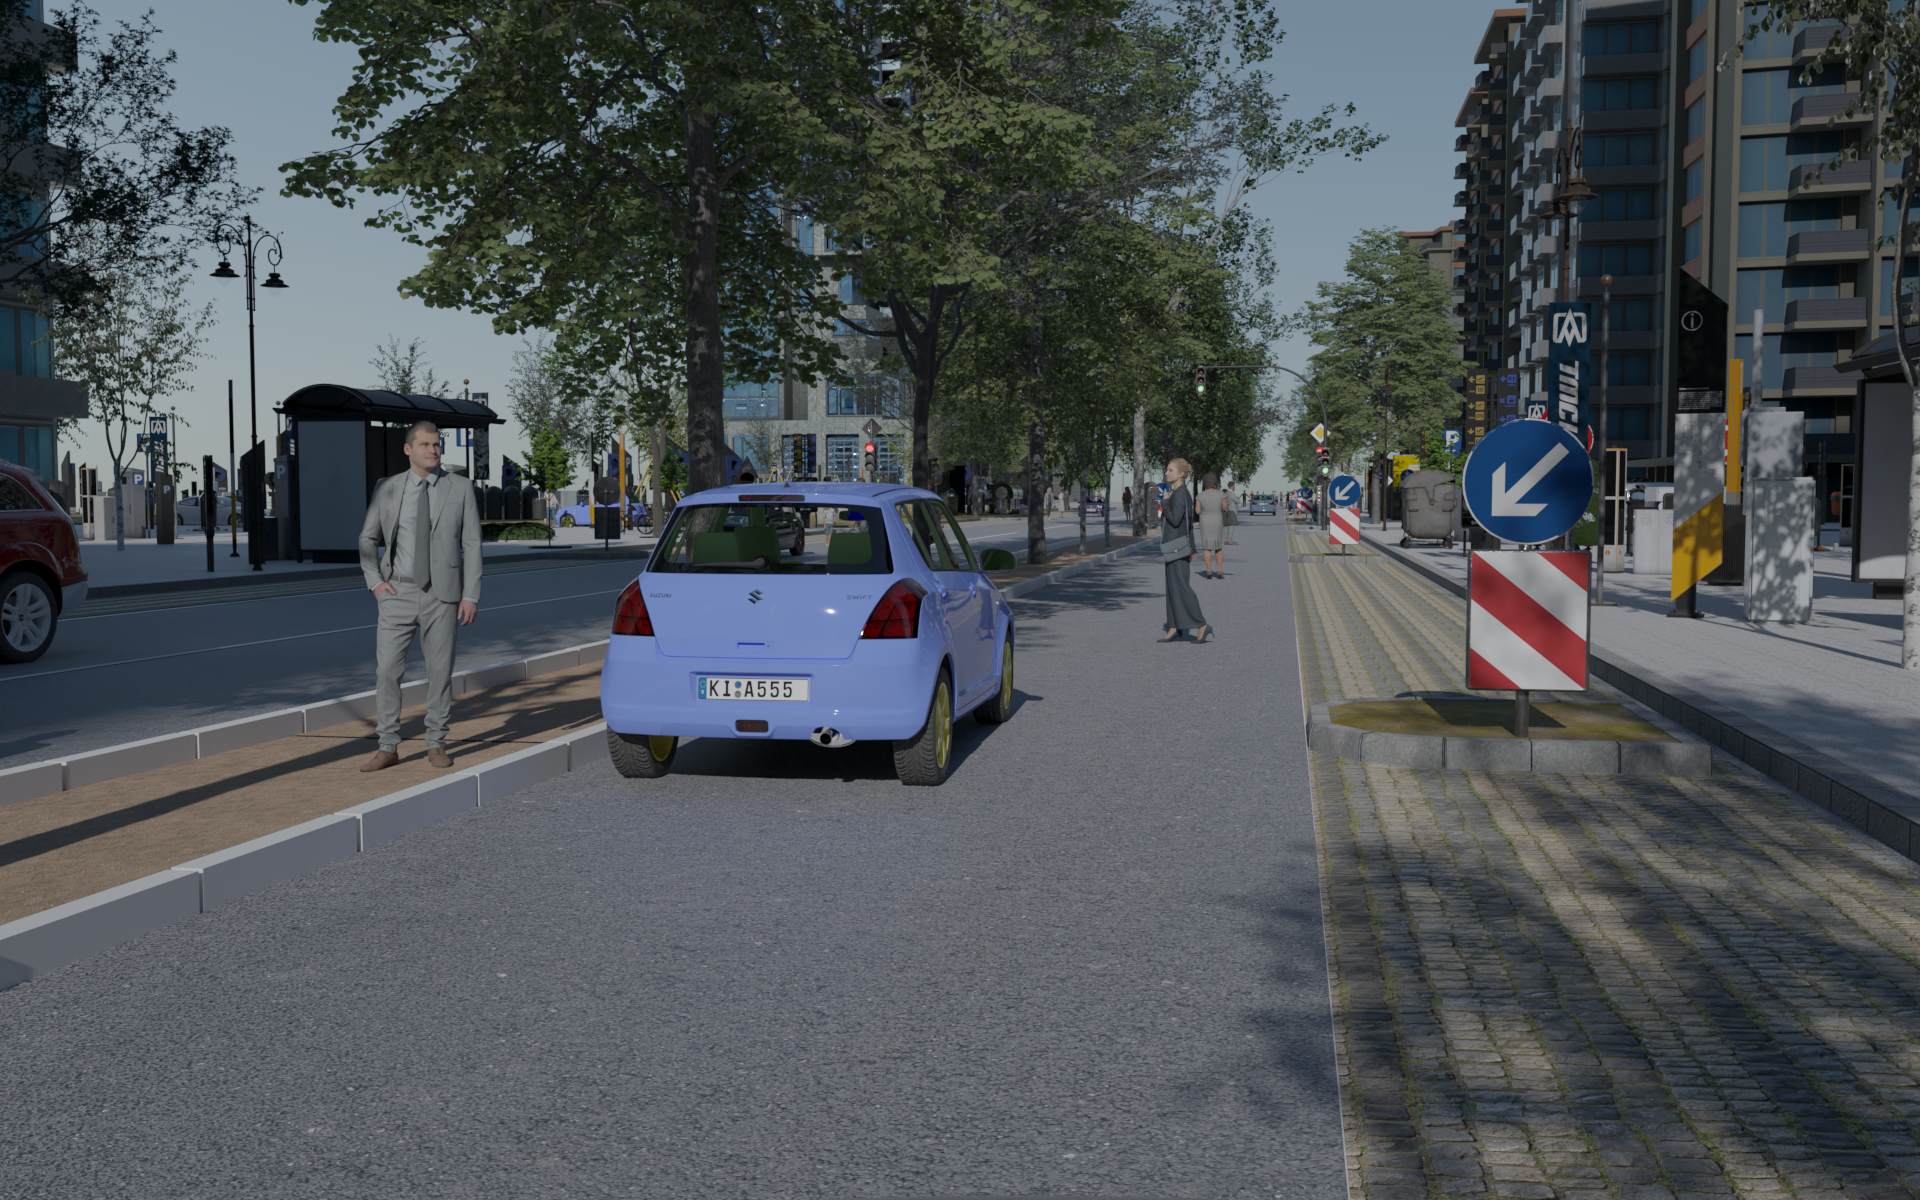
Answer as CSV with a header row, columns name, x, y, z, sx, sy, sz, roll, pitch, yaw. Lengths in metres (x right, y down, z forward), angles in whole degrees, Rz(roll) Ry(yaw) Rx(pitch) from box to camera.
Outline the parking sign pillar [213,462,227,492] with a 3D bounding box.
name,x,y,z,sx,sy,sz,roll,pitch,yaw
parking sign pillar,-56.616,-8.793,132.244,1.447,3.967,1.447,-2,4,-29

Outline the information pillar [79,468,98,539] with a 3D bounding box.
name,x,y,z,sx,sy,sz,roll,pitch,yaw
information pillar,-24.684,-2.731,49.139,0.304,2.012,0.304,2,4,30

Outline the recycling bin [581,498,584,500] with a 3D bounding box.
name,x,y,z,sx,sy,sz,roll,pitch,yaw
recycling bin,-23.684,-5.991,110.505,0.722,1.027,0.722,2,4,30

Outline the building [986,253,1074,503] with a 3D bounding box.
name,x,y,z,sx,sy,sz,roll,pitch,yaw
building,0.240,-34.687,259.006,32.217,40.220,23.993,1,4,11

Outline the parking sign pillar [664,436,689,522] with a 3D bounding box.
name,x,y,z,sx,sy,sz,roll,pitch,yaw
parking sign pillar,-12.894,-5.569,79.532,1.447,3.967,1.447,-3,5,-39

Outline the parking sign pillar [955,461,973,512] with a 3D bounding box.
name,x,y,z,sx,sy,sz,roll,pitch,yaw
parking sign pillar,0.262,-8.166,121.994,1.447,3.967,1.447,-2,4,-29

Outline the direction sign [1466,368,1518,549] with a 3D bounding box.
name,x,y,z,sx,sy,sz,roll,pitch,yaw
direction sign,9.591,-2.403,31.292,0.876,3.537,0.379,1,4,19

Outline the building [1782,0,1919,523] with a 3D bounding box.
name,x,y,z,sx,sy,sz,roll,pitch,yaw
building,48.438,-26.234,83.553,28.867,44.769,22.147,1,4,11

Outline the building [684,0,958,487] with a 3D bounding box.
name,x,y,z,sx,sy,sz,roll,pitch,yaw
building,-11.983,-52.101,164.517,22.319,86.520,31.000,1,4,11

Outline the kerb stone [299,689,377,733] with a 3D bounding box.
name,x,y,z,sx,sy,sz,roll,pitch,yaw
kerb stone,-3.870,0.697,10.826,0.120,0.150,1.000,1,4,11

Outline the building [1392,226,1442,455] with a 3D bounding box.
name,x,y,z,sx,sy,sz,roll,pitch,yaw
building,81.573,-38.243,279.902,22.147,44.769,28.867,1,4,11

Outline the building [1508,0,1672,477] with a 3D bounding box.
name,x,y,z,sx,sy,sz,roll,pitch,yaw
building,51.476,-30.734,122.113,23.786,49.044,30.456,1,4,11

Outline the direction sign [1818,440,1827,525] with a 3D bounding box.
name,x,y,z,sx,sy,sz,roll,pitch,yaw
direction sign,36.239,-4.945,72.854,0.379,3.537,0.876,0,4,8

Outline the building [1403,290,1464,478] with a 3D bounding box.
name,x,y,z,sx,sy,sz,roll,pitch,yaw
building,73.467,-29.815,259.169,14.160,30.474,14.107,1,4,11

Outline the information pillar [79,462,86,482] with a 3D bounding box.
name,x,y,z,sx,sy,sz,roll,pitch,yaw
information pillar,-63.410,-8.190,125.262,0.504,3.616,0.183,-3,4,-37

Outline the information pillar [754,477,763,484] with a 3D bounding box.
name,x,y,z,sx,sy,sz,roll,pitch,yaw
information pillar,-8.534,-4.216,73.423,0.304,2.012,0.304,3,5,44

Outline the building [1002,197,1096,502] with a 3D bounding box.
name,x,y,z,sx,sy,sz,roll,pitch,yaw
building,10.315,-45.326,283.077,21.231,58.520,28.212,1,4,11

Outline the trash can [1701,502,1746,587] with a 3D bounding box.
name,x,y,z,sx,sy,sz,roll,pitch,yaw
trash can,10.691,-0.766,24.178,0.748,1.137,0.748,0,3,0

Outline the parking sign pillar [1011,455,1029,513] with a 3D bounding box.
name,x,y,z,sx,sy,sz,roll,pitch,yaw
parking sign pillar,4.251,-8.051,120.101,1.447,3.967,1.447,3,4,37

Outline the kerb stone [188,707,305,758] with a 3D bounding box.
name,x,y,z,sx,sy,sz,roll,pitch,yaw
kerb stone,-4.060,0.759,9.816,0.120,0.150,1.000,1,4,11

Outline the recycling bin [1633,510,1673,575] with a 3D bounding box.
name,x,y,z,sx,sy,sz,roll,pitch,yaw
recycling bin,11.205,-0.934,27.818,0.722,1.027,0.722,1,4,21

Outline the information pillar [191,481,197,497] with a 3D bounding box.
name,x,y,z,sx,sy,sz,roll,pitch,yaw
information pillar,-43.914,-5.802,99.349,0.304,2.012,0.304,-2,4,-24

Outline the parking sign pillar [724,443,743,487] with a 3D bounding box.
name,x,y,z,sx,sy,sz,roll,pitch,yaw
parking sign pillar,-11.484,-6.054,87.451,1.447,3.967,1.447,3,5,41

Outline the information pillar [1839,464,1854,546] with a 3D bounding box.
name,x,y,z,sx,sy,sz,roll,pitch,yaw
information pillar,21.818,-2.329,42.565,0.304,2.012,0.304,2,4,31

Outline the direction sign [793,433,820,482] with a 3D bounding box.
name,x,y,z,sx,sy,sz,roll,pitch,yaw
direction sign,-5.788,-4.445,64.668,0.876,3.537,0.379,1,4,10

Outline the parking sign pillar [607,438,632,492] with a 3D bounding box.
name,x,y,z,sx,sy,sz,roll,pitch,yaw
parking sign pillar,-16.309,-5.783,83.027,1.447,3.967,1.447,3,4,37

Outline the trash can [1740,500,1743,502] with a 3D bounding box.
name,x,y,z,sx,sy,sz,roll,pitch,yaw
trash can,19.904,-2.030,44.842,0.748,1.137,0.748,0,3,0

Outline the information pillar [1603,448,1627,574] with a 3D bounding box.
name,x,y,z,sx,sy,sz,roll,pitch,yaw
information pillar,10.566,-1.440,28.039,0.304,2.012,0.304,-3,5,-44

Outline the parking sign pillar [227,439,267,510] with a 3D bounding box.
name,x,y,z,sx,sy,sz,roll,pitch,yaw
parking sign pillar,-34.807,-5.911,85.113,1.447,3.967,1.447,2,4,34

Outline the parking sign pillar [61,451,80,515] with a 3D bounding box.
name,x,y,z,sx,sy,sz,roll,pitch,yaw
parking sign pillar,-55.667,-7.319,108.143,1.447,3.967,1.447,-3,5,-45

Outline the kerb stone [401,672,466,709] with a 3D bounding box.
name,x,y,z,sx,sy,sz,roll,pitch,yaw
kerb stone,-3.682,0.633,11.839,0.120,0.150,1.000,1,4,11

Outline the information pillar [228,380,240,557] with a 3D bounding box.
name,x,y,z,sx,sy,sz,roll,pitch,yaw
information pillar,-14.825,-2.688,35.298,0.183,3.616,0.504,-1,4,-22

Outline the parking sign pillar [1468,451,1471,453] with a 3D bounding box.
name,x,y,z,sx,sy,sz,roll,pitch,yaw
parking sign pillar,31.339,-7.157,105.491,1.447,3.967,1.447,3,4,37

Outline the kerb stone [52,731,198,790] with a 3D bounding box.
name,x,y,z,sx,sy,sz,roll,pitch,yaw
kerb stone,-4.254,0.821,8.812,0.120,0.150,1.000,1,4,11

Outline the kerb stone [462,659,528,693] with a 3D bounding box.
name,x,y,z,sx,sy,sz,roll,pitch,yaw
kerb stone,-3.498,0.576,12.845,0.120,0.150,1.000,1,4,11

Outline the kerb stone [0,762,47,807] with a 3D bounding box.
name,x,y,z,sx,sy,sz,roll,pitch,yaw
kerb stone,-4.441,0.881,7.794,0.120,0.150,1.000,1,4,11

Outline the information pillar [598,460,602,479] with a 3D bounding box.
name,x,y,z,sx,sy,sz,roll,pitch,yaw
information pillar,-23.680,-7.397,112.291,0.504,3.616,0.183,-1,4,-15

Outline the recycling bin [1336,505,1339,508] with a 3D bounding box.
name,x,y,z,sx,sy,sz,roll,pitch,yaw
recycling bin,29.321,-7.464,134.586,0.722,1.027,0.722,2,4,29

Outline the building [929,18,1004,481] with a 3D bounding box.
name,x,y,z,sx,sy,sz,roll,pitch,yaw
building,-10.374,-37.062,195.206,28.713,52.752,27.495,1,4,11

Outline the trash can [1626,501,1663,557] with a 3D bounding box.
name,x,y,z,sx,sy,sz,roll,pitch,yaw
trash can,13.958,-1.454,35.427,0.748,1.137,0.748,0,3,0

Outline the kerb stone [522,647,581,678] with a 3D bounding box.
name,x,y,z,sx,sy,sz,roll,pitch,yaw
kerb stone,-3.308,0.515,13.855,0.120,0.150,1.000,1,4,11

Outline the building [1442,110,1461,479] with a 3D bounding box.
name,x,y,z,sx,sy,sz,roll,pitch,yaw
building,63.969,-32.329,183.203,22.147,44.769,28.867,1,4,11

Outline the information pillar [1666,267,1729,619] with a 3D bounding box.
name,x,y,z,sx,sy,sz,roll,pitch,yaw
information pillar,7.609,-1.620,17.845,0.504,3.616,0.183,2,4,32

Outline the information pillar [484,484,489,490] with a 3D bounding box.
name,x,y,z,sx,sy,sz,roll,pitch,yaw
information pillar,-35.314,-7.624,129.149,0.304,2.012,0.304,-2,4,-28

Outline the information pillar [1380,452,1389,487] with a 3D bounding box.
name,x,y,z,sx,sy,sz,roll,pitch,yaw
information pillar,23.181,-6.326,94.787,0.504,3.616,0.183,0,4,-2

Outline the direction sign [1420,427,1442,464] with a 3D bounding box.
name,x,y,z,sx,sy,sz,roll,pitch,yaw
direction sign,16.002,-4.082,58.741,0.876,3.537,0.379,-1,4,-13

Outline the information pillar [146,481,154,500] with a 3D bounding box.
name,x,y,z,sx,sy,sz,roll,pitch,yaw
information pillar,-45.593,-5.688,97.491,0.304,2.012,0.304,2,4,34

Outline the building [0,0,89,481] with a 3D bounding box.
name,x,y,z,sx,sy,sz,roll,pitch,yaw
building,-42.105,-26.021,45.057,30.456,49.044,23.786,1,4,11

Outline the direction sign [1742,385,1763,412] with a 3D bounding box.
name,x,y,z,sx,sy,sz,roll,pitch,yaw
direction sign,16.633,-2.720,36.465,0.379,3.537,0.876,0,4,0

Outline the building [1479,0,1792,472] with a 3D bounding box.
name,x,y,z,sx,sy,sz,roll,pitch,yaw
building,57.746,-30.607,155.050,22.147,44.769,28.867,1,4,11

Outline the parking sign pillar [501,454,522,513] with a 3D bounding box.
name,x,y,z,sx,sy,sz,roll,pitch,yaw
parking sign pillar,-30.247,-7.851,116.839,1.447,3.967,1.447,1,4,11

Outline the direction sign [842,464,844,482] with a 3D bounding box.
name,x,y,z,sx,sy,sz,roll,pitch,yaw
direction sign,-8.732,-8.405,129.419,0.379,3.537,0.876,-1,4,-8

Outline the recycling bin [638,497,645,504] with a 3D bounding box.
name,x,y,z,sx,sy,sz,roll,pitch,yaw
recycling bin,-24.129,-7.186,130.042,0.722,1.027,0.722,3,4,37
